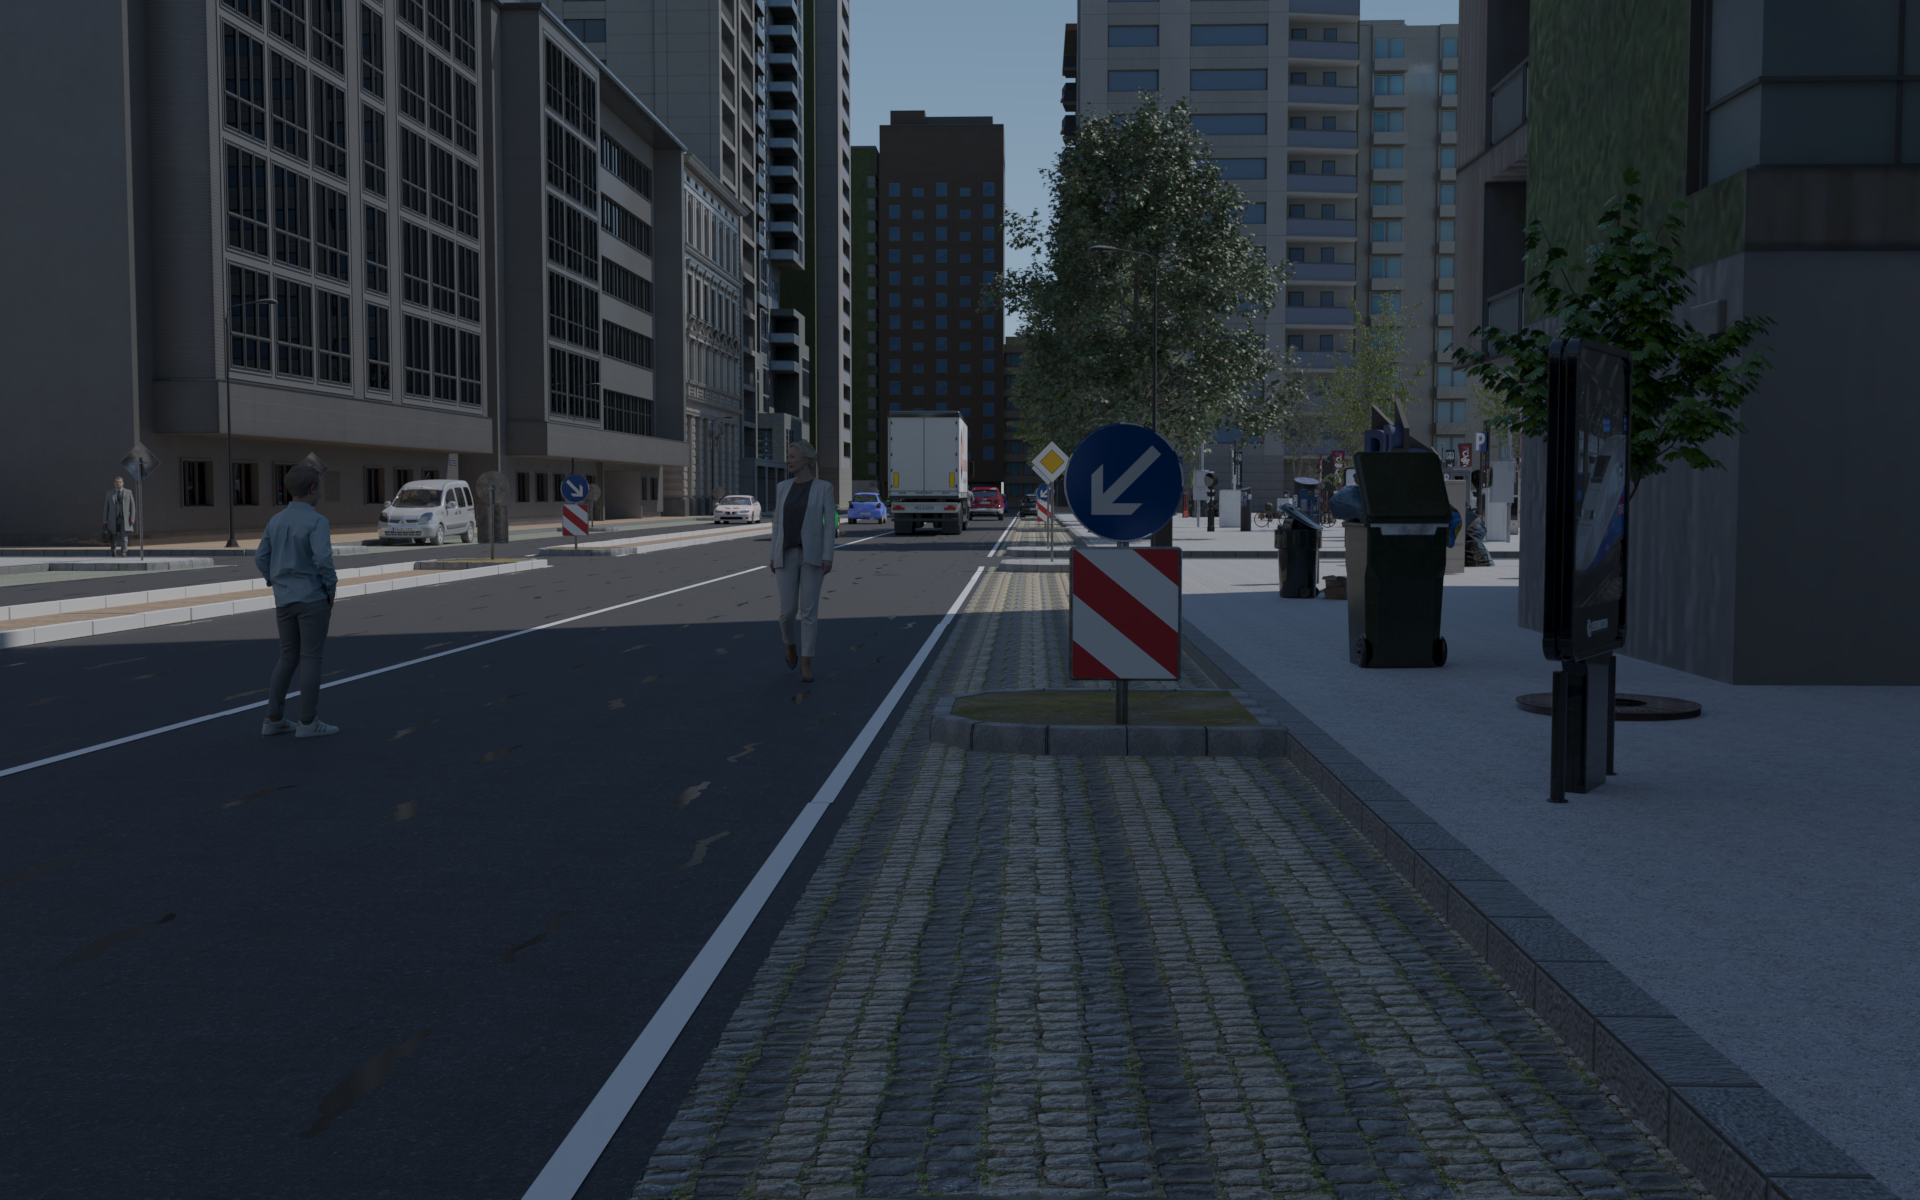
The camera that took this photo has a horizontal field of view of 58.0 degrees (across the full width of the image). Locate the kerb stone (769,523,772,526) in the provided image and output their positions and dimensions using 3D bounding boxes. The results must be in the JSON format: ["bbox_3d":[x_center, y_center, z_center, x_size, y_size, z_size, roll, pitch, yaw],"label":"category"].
[{"bbox_3d":[-8.502,-3.290,76.102,0.120,0.150,1.000,0,4,2],"label":"kerb stone"}]

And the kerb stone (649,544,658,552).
[{"bbox_3d":[-7.764,-1.284,43.189,0.120,0.150,1.000,0,4,2],"label":"kerb stone"}]

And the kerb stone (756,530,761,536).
[{"bbox_3d":[-7.085,-2.288,59.606,0.120,0.150,1.000,0,4,2],"label":"kerb stone"}]

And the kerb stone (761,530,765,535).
[{"bbox_3d":[-7.040,-2.351,60.630,0.120,0.150,1.000,0,4,2],"label":"kerb stone"}]

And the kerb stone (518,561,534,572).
[{"bbox_3d":[-8.214,-0.624,32.395,0.120,0.150,1.000,0,4,2],"label":"kerb stone"}]

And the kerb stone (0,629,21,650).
[{"bbox_3d":[-8.892,0.380,15.985,0.120,0.150,1.000,0,4,2],"label":"kerb stone"}]

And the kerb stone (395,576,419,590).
[{"bbox_3d":[-8.463,-0.246,26.221,0.120,0.150,1.000,0,4,2],"label":"kerb stone"}]

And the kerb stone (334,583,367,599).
[{"bbox_3d":[-8.558,-0.114,24.173,0.120,0.150,1.000,0,4,2],"label":"kerb stone"}]

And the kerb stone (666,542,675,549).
[{"bbox_3d":[-7.684,-1.405,45.235,0.120,0.150,1.000,0,4,2],"label":"kerb stone"}]

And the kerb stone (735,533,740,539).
[{"bbox_3d":[-7.259,-2.036,55.490,0.120,0.150,1.000,0,4,2],"label":"kerb stone"}]

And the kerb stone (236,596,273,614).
[{"bbox_3d":[-8.679,0.066,21.109,0.120,0.150,1.000,0,4,2],"label":"kerb stone"}]

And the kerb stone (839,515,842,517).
[{"bbox_3d":[-7.356,-4.987,103.782,0.120,0.150,1.000,0,4,2],"label":"kerb stone"}]

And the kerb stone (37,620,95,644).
[{"bbox_3d":[-8.855,0.317,17.007,0.120,0.150,1.000,0,4,2],"label":"kerb stone"}]

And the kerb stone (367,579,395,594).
[{"bbox_3d":[-8.508,-0.180,25.199,0.120,0.150,1.000,0,4,2],"label":"kerb stone"}]

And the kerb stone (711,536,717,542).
[{"bbox_3d":[-7.425,-1.785,51.381,0.120,0.150,1.000,0,4,2],"label":"kerb stone"}]

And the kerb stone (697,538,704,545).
[{"bbox_3d":[-7.510,-1.657,49.339,0.120,0.150,1.000,0,4,2],"label":"kerb stone"}]

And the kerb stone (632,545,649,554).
[{"bbox_3d":[-7.803,-1.221,42.155,0.120,0.150,1.000,0,4,2],"label":"kerb stone"}]

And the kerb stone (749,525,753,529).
[{"bbox_3d":[-8.718,-2.982,70.972,0.120,0.150,1.000,0,4,2],"label":"kerb stone"}]

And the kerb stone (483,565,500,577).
[{"bbox_3d":[-8.304,-0.497,30.327,0.120,0.150,1.000,0,4,2],"label":"kerb stone"}]

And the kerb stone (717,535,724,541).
[{"bbox_3d":[-7.382,-1.849,52.419,0.120,0.150,1.000,0,4,2],"label":"kerb stone"}]

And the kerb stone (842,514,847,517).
[{"bbox_3d":[-7.224,-5.178,106.851,0.120,0.150,1.000,0,4,2],"label":"kerb stone"}]

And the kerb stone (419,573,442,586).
[{"bbox_3d":[-8.424,-0.310,27.257,0.120,0.150,1.000,0,4,2],"label":"kerb stone"}]

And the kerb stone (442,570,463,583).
[{"bbox_3d":[-8.380,-0.372,28.284,0.120,0.150,1.000,0,4,2],"label":"kerb stone"}]

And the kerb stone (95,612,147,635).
[{"bbox_3d":[-8.810,0.259,18.038,0.120,0.150,1.000,0,4,2],"label":"kerb stone"}]

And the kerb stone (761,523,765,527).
[{"bbox_3d":[-8.594,-3.164,74.048,0.120,0.150,1.000,0,4,2],"label":"kerb stone"}]

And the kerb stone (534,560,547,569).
[{"bbox_3d":[-8.167,-0.685,33.428,0.120,0.150,1.000,0,4,2],"label":"kerb stone"}]

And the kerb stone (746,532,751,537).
[{"bbox_3d":[-7.171,-2.162,57.543,0.120,0.150,1.000,0,4,2],"label":"kerb stone"}]

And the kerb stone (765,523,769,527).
[{"bbox_3d":[-8.543,-3.235,75.080,0.120,0.150,1.000,0,4,2],"label":"kerb stone"}]

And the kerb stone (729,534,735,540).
[{"bbox_3d":[-7.292,-1.974,54.468,0.120,0.150,1.000,0,4,2],"label":"kerb stone"}]

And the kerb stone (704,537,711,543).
[{"bbox_3d":[-7.462,-1.723,50.360,0.120,0.150,1.000,0,4,2],"label":"kerb stone"}]

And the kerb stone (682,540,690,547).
[{"bbox_3d":[-7.593,-1.534,47.277,0.120,0.150,1.000,0,4,2],"label":"kerb stone"}]

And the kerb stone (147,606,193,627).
[{"bbox_3d":[-8.773,0.192,19.059,0.120,0.150,1.000,0,4,2],"label":"kerb stone"}]

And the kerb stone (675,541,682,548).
[{"bbox_3d":[-7.644,-1.469,46.256,0.120,0.150,1.000,0,4,2],"label":"kerb stone"}]

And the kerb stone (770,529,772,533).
[{"bbox_3d":[-6.959,-2.469,62.693,0.120,0.150,1.000,0,4,2],"label":"kerb stone"}]

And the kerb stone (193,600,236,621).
[{"bbox_3d":[-8.719,0.131,20.080,0.120,0.150,1.000,0,4,2],"label":"kerb stone"}]

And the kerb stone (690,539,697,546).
[{"bbox_3d":[-7.561,-1.597,48.309,0.120,0.150,1.000,0,4,2],"label":"kerb stone"}]

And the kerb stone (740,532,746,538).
[{"bbox_3d":[-7.216,-2.099,56.521,0.120,0.150,1.000,0,4,2],"label":"kerb stone"}]

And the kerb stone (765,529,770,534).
[{"bbox_3d":[-6.999,-2.414,61.659,0.120,0.150,1.000,0,4,2],"label":"kerb stone"}]

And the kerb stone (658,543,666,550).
[{"bbox_3d":[-7.725,-1.347,44.213,0.120,0.150,1.000,0,4,2],"label":"kerb stone"}]

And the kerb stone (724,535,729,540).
[{"bbox_3d":[-7.342,-1.910,53.447,0.120,0.150,1.000,0,4,2],"label":"kerb stone"}]

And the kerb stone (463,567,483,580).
[{"bbox_3d":[-8.340,-0.435,29.305,0.120,0.150,1.000,0,4,2],"label":"kerb stone"}]

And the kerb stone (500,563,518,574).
[{"bbox_3d":[-8.260,-0.561,31.365,0.120,0.150,1.000,0,4,2],"label":"kerb stone"}]

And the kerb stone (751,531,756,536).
[{"bbox_3d":[-7.128,-2.225,58.575,0.120,0.150,1.000,0,4,2],"label":"kerb stone"}]

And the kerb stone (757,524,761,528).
[{"bbox_3d":[-8.627,-3.102,73.023,0.120,0.150,1.000,0,4,2],"label":"kerb stone"}]

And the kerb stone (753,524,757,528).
[{"bbox_3d":[-8.669,-3.044,71.993,0.120,0.150,1.000,0,4,2],"label":"kerb stone"}]

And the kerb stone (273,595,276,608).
[{"bbox_3d":[-8.642,0.008,22.130,0.120,0.150,1.000,0,4,2],"label":"kerb stone"}]
